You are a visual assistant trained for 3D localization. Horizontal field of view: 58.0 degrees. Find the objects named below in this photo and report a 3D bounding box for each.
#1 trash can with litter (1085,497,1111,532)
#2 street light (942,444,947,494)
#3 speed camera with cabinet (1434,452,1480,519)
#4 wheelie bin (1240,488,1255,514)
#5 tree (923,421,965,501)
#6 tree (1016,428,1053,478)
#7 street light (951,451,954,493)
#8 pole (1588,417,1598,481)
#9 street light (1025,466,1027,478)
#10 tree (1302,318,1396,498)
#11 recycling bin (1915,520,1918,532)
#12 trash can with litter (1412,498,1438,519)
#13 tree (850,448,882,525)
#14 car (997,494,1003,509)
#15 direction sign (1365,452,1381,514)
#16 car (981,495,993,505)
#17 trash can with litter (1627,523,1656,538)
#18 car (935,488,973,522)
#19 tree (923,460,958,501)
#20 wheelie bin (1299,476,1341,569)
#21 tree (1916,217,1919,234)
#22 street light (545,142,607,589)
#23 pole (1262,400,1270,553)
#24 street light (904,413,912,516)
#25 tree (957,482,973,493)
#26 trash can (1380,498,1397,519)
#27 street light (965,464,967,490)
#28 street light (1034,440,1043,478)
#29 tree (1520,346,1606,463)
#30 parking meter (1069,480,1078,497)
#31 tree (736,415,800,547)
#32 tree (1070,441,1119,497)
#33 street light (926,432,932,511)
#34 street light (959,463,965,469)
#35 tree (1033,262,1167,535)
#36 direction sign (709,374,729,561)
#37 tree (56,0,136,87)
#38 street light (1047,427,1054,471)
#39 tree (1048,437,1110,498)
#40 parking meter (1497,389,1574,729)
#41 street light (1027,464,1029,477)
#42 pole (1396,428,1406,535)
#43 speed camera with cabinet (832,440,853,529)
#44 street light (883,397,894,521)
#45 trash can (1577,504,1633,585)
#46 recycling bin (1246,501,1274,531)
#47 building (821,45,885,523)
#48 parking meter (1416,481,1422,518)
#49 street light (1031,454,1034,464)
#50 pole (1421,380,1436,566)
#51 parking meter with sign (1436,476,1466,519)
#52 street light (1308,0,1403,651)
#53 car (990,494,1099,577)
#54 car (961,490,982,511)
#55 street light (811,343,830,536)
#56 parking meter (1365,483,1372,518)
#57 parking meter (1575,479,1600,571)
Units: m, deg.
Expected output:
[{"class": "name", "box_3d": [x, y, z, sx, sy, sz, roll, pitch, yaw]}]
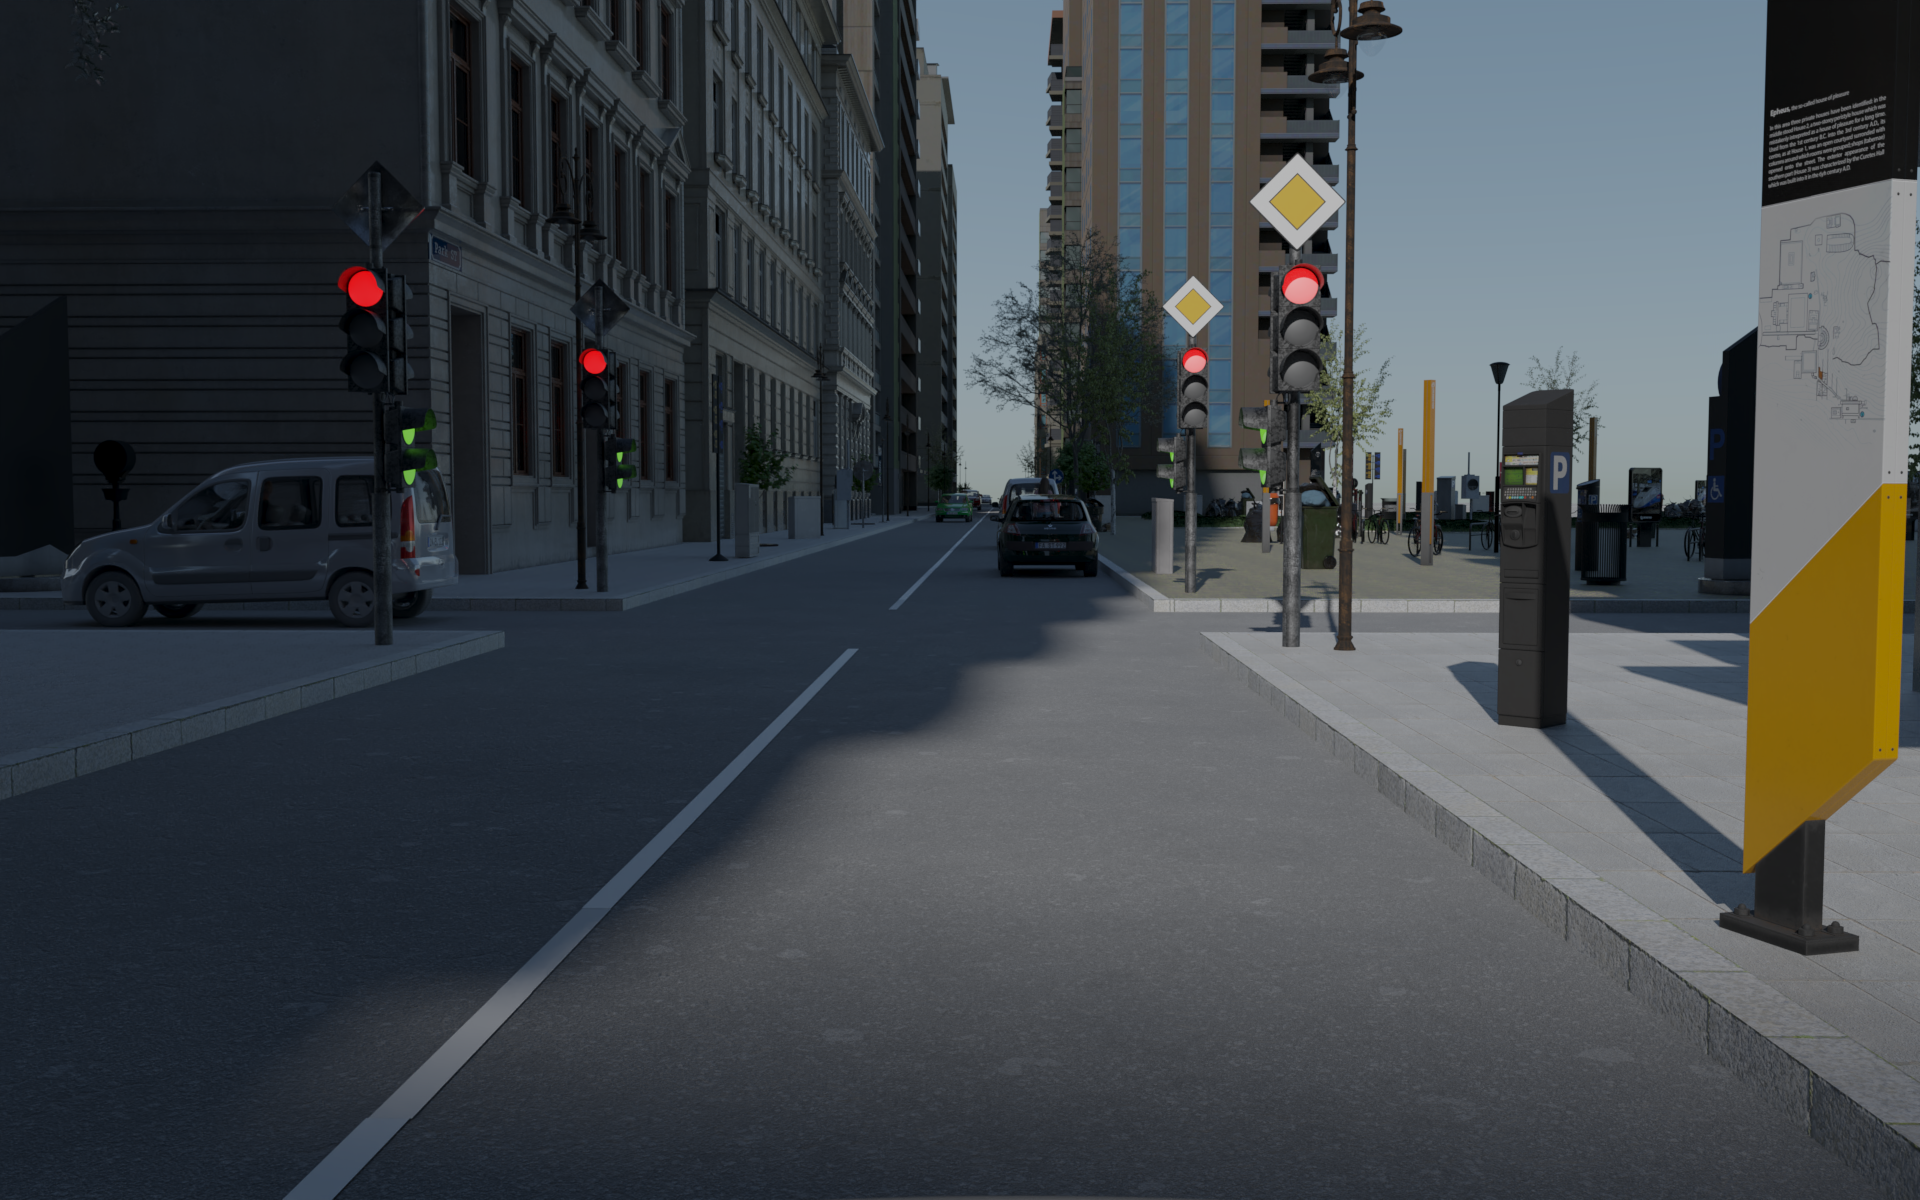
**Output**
[{"class": "trash can with litter", "box_3d": [4.715, -2.894, 58.699, 1.055, 1.170, 0.624, -3, 4, -39]}, {"class": "street light", "box_3d": [-1.425, -11.363, 158.568, 0.468, 5.910, 1.993, 0, 4, 2]}, {"class": "speed camera with cabinet", "box_3d": [23.329, -5.321, 81.339, 2.038, 3.252, 0.660, -1, 4, -10]}, {"class": "wheelie bin", "box_3d": [14.267, -4.774, 85.967, 0.693, 1.594, 0.980, 0, 4, 0]}, {"class": "tree", "box_3d": [-1.928, -13.562, 172.102, 4.360, 8.622, 3.978, 0, 3, 0]}, {"class": "tree", "box_3d": [8.272, -14.397, 185.760, 4.360, 8.622, 3.978, 0, 3, 0]}, {"class": "street light", "box_3d": [-0.823, -12.840, 182.716, 0.468, 5.910, 1.993, 0, 4, 2]}, {"class": "pole", "box_3d": [16.790, -3.190, 46.001, 0.158, 3.312, 0.155, 0, 3, 0]}, {"class": "street light", "box_3d": [8.910, -15.495, 226.131, 0.468, 5.910, 1.993, 0, 4, 2]}, {"class": "tree", "box_3d": [16.149, -7.527, 73.427, 4.737, 8.622, 4.395, 0, 3, 0]}, {"class": "recycling bin", "box_3d": [32.690, -2.868, 59.448, 0.722, 1.027, 0.722, 3, 5, 42]}, {"class": "trash can with litter", "box_3d": [18.967, -3.638, 70.872, 1.055, 1.170, 0.624, -1, 4, -17]}, {"class": "tree", "box_3d": [-4.118, -4.797, 73.026, 1.663, 3.219, 1.824, 0, 3, 0]}, {"class": "car", "box_3d": [4.637, -9.693, 168.267, 2.009, 1.686, 4.222, 0, 4, 1]}, {"class": "direction sign", "box_3d": [22.241, -6.199, 93.348, 0.876, 3.537, 0.379, -1, 4, -14]}, {"class": "car", "box_3d": [3.355, -13.484, 232.818, 2.083, 1.381, 4.827, 0, 4, 2]}, {"class": "trash can with litter", "box_3d": [19.541, -2.353, 49.865, 0.624, 1.170, 1.055, -3, 4, -39]}, {"class": "car", "box_3d": [-0.292, -4.895, 88.832, 1.959, 1.807, 4.718, 0, 4, 3]}, {"class": "tree", "box_3d": [-1.880, -11.198, 166.807, 4.285, 4.588, 4.351, 0, 3, 0]}, {"class": "wheelie bin", "box_3d": [6.093, -1.332, 29.679, 0.693, 1.594, 0.980, 0, 4, -4]}, {"class": "tree", "box_3d": [23.568, -5.552, 41.146, 4.737, 8.622, 4.395, 0, 3, 0]}, {"class": "street light", "box_3d": [-5.118, -3.087, 23.265, 0.468, 5.910, 1.993, 0, 4, 2]}, {"class": "pole", "box_3d": [6.675, -2.684, 37.718, 0.158, 3.312, 0.155, 0, 3, 0]}, {"class": "street light", "box_3d": [-3.003, -7.744, 99.407, 0.468, 5.910, 1.993, 0, 4, 2]}, {"class": "tree", "box_3d": [0.757, -15.425, 246.793, 1.663, 3.219, 1.824, 0, 3, 0]}, {"class": "trash can", "box_3d": [15.640, -3.137, 62.945, 0.748, 1.137, 0.748, 0, 3, 0]}, {"class": "street light", "box_3d": [0.802, -16.438, 241.544, 0.468, 5.910, 1.993, 0, 4, 2]}, {"class": "street light", "box_3d": [6.655, -10.465, 143.891, 0.468, 5.910, 1.993, 0, 4, 2]}, {"class": "tree", "box_3d": [30.008, -8.369, 87.189, 4.360, 8.622, 3.978, 0, 3, 0]}, {"class": "parking meter", "box_3d": [4.750, -4.086, 72.510, 0.255, 1.863, 0.399, 2, 4, 30]}, {"class": "tree", "box_3d": [-5.015, -2.924, 42.417, 1.663, 3.219, 1.824, 0, 3, 0]}, {"class": "tree", "box_3d": [4.569, -4.074, 61.214, 1.663, 3.219, 1.824, 0, 3, 0]}, {"class": "street light", "box_3d": [-2.341, -9.544, 128.825, 0.468, 5.910, 1.993, 0, 4, 2]}, {"class": "street light", "box_3d": [0.017, -14.639, 212.129, 0.468, 5.910, 1.993, 0, 4, 2]}, {"class": "tree", "box_3d": [4.630, -6.352, 54.215, 4.737, 8.622, 4.395, 0, 3, 0]}, {"class": "direction sign", "box_3d": [-4.625, -2.513, 33.086, 0.379, 3.537, 0.876, 0, 4, 4]}, {"class": "tree", "box_3d": [-6.154, -5.951, 7.670, 12.009, 13.543, 11.850, 0, 3, 0]}, {"class": "street light", "box_3d": [5.949, -8.630, 113.883, 0.468, 5.910, 1.993, 0, 4, 2]}, {"class": "tree", "box_3d": [6.144, -6.534, 90.545, 4.285, 4.588, 4.351, 0, 3, 0]}, {"class": "parking meter", "box_3d": [3.181, -0.237, 9.582, 0.399, 1.863, 0.255, -3, 5, -45]}, {"class": "street light", "box_3d": [8.161, -13.696, 196.715, 0.468, 5.910, 1.993, 0, 4, 2]}, {"class": "pole", "box_3d": [13.644, -3.661, 53.704, 0.158, 3.312, 0.155, 0, 3, 0]}, {"class": "speed camera with cabinet", "box_3d": [-4.361, -4.248, 63.792, 0.660, 3.252, 2.038, -1, 4, -8]}, {"class": "street light", "box_3d": [-3.446, -6.714, 82.565, 0.468, 5.910, 1.993, 0, 4, 2]}, {"class": "trash can", "box_3d": [9.107, -0.785, 24.483, 0.748, 1.137, 0.748, 0, 3, 0]}, {"class": "recycling bin", "box_3d": [10.393, -2.897, 59.917, 0.722, 1.027, 0.722, -2, 4, -26]}, {"class": "building", "box_3d": [-9.885, -15.645, 84.681, 11.050, 23.489, 19.941, 0, 4, 2]}, {"class": "parking meter", "box_3d": [21.055, -4.505, 79.374, 0.255, 1.863, 0.399, 2, 4, 28]}, {"class": "street light", "box_3d": [7.564, -12.264, 173.303, 0.468, 5.910, 1.993, 0, 4, 2]}, {"class": "pole", "box_3d": [8.381, -2.272, 30.998, 0.158, 3.312, 0.155, 0, 3, 0]}, {"class": "parking meter with sign", "box_3d": [20.444, -4.684, 72.852, 1.738, 3.016, 0.543, 3, 5, 42]}, {"class": "street light", "box_3d": [3.166, -2.525, 14.076, 0.468, 5.910, 1.993, 0, 4, 2]}, {"class": "car", "box_3d": [1.549, -1.323, 31.416, 2.009, 1.686, 4.222, 0, 4, 0]}, {"class": "car", "box_3d": [0.847, -8.801, 152.563, 2.281, 1.827, 5.304, 0, 4, 2]}, {"class": "street light", "box_3d": [-4.258, -4.912, 53.092, 0.468, 5.910, 1.993, 0, 4, 2]}, {"class": "parking meter", "box_3d": [21.648, -5.267, 91.823, 0.255, 1.863, 0.399, -1, 4, -15]}, {"class": "parking meter", "box_3d": [10.495, -1.257, 28.971, 0.372, 1.533, 0.369, 0, 3, 0]}]
